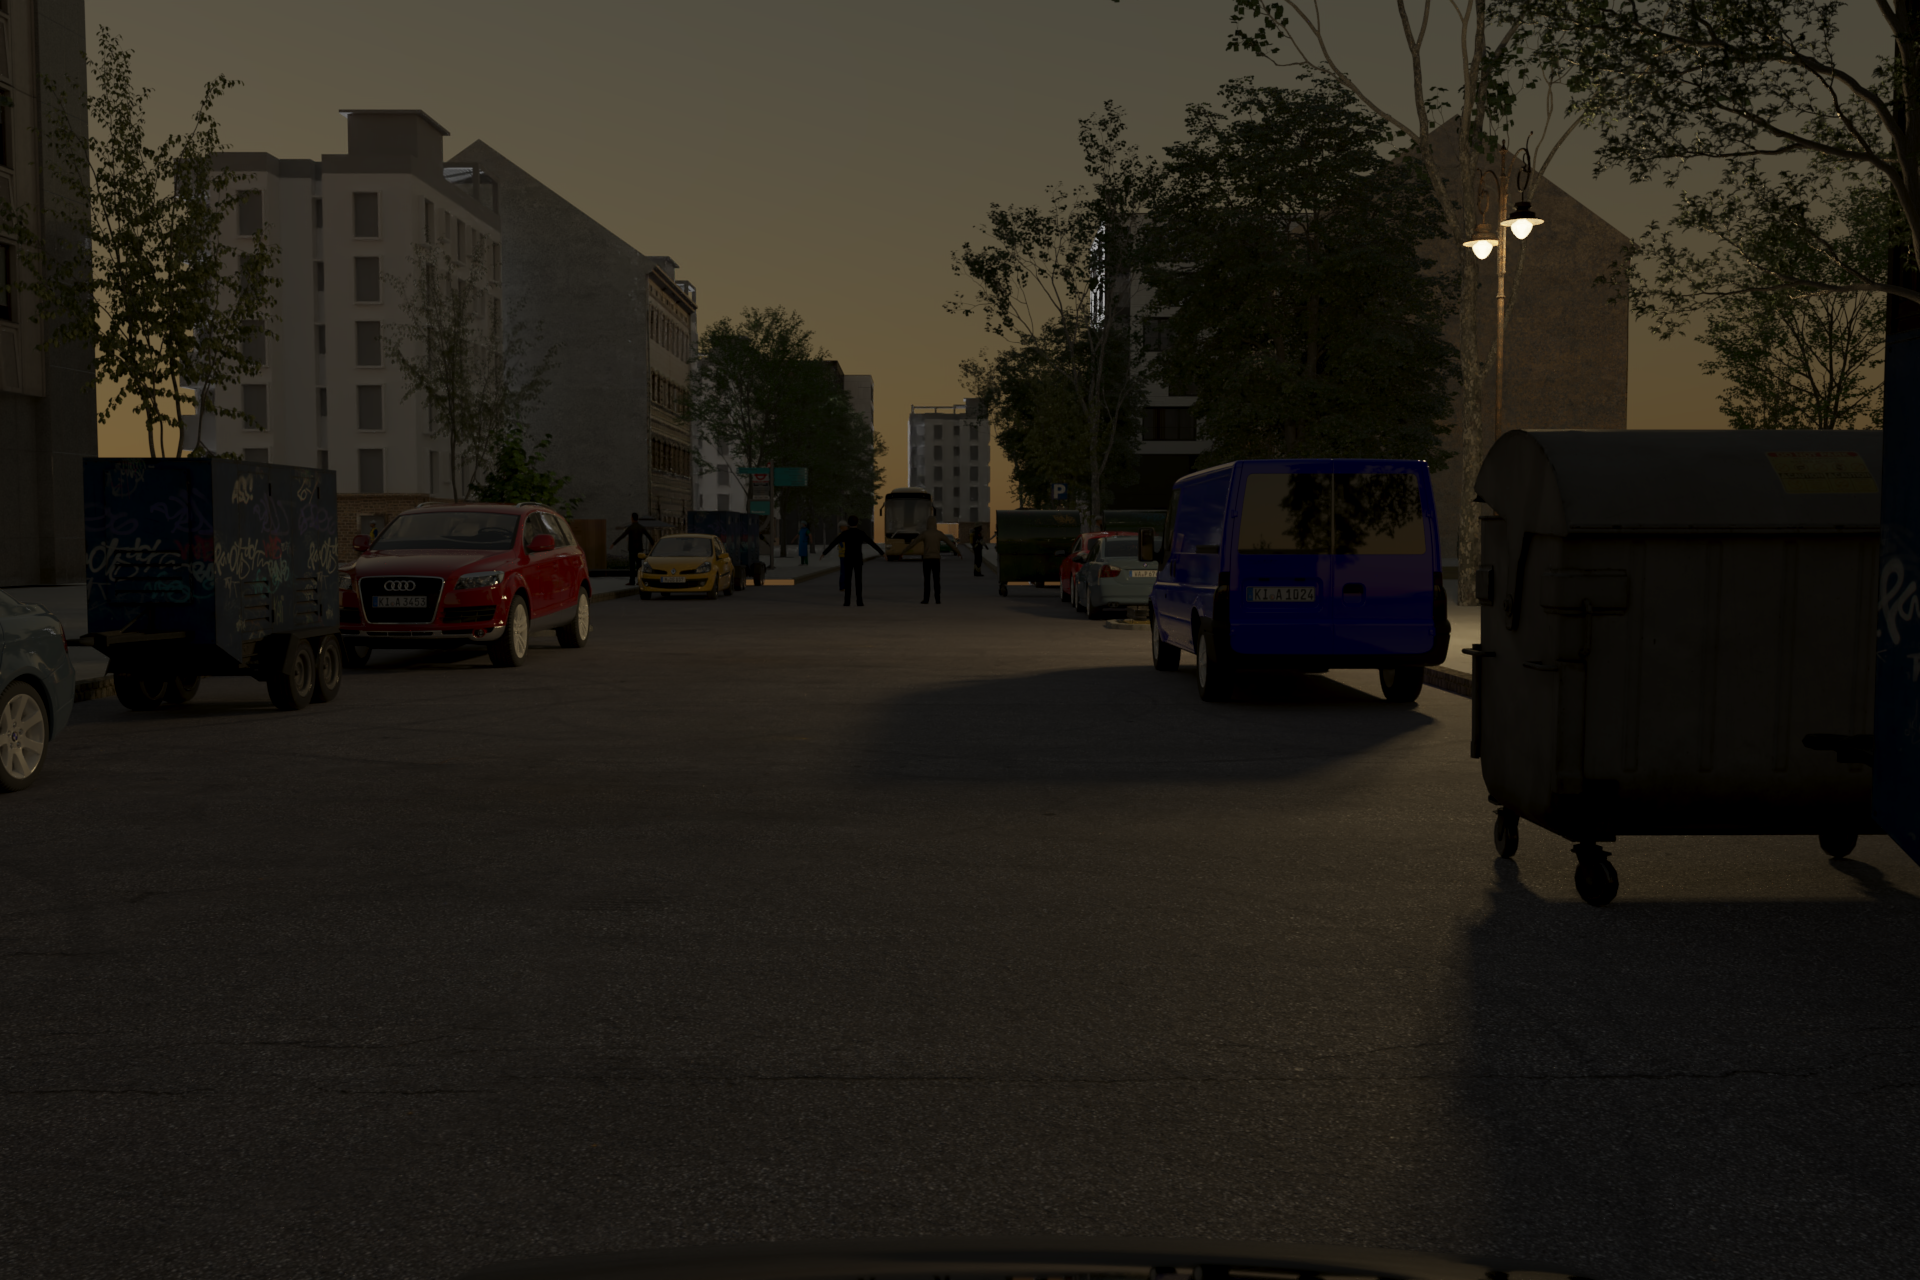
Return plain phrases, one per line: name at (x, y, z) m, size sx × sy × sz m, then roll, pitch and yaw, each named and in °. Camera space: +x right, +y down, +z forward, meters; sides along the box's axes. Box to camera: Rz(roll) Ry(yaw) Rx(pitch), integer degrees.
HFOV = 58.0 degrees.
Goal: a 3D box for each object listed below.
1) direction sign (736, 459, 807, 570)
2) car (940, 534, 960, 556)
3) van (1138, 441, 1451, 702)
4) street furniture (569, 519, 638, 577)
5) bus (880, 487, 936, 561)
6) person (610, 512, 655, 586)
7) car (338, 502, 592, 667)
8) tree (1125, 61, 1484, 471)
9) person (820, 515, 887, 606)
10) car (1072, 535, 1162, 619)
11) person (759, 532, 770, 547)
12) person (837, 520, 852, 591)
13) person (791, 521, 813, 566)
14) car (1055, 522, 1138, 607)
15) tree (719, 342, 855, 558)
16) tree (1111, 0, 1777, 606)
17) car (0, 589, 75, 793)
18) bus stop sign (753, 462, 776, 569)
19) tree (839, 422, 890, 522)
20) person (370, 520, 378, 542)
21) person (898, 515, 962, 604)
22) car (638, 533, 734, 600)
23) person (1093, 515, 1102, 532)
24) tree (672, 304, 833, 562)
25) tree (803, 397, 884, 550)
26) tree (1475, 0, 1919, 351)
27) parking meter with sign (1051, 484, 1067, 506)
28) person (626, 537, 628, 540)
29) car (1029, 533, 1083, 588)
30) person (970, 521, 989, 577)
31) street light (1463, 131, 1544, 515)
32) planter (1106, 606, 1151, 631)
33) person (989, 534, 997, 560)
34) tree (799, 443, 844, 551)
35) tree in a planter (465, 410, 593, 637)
direction sign at (-6.737, -4.516, 62.603) m, size 2.525 × 3.948 × 1.411 m, roll 0°, pitch 4°, yaw -1°
car at (-1.072, -6.371, 115.962) m, size 2.131 × 1.459 × 4.920 m, roll 0°, pitch 3°, yaw 0°
van at (2.985, -0.739, 16.462) m, size 2.240 × 2.365 × 5.245 m, roll 0°, pitch 4°, yaw -1°
street furniture at (-12.583, -2.932, 54.796) m, size 9.812 × 1.723 × 11.010 m, roll -1°, pitch 4°, yaw -17°
bus at (-2.691, -6.296, 94.491) m, size 2.896 × 3.916 × 12.252 m, roll 0°, pitch 4°, yaw 0°
person at (-8.126, -2.274, 43.244) m, size 0.705 × 1.821 × 1.348 m, roll 3°, pitch 5°, yaw 44°
car at (-5.739, -0.712, 20.322) m, size 2.281 × 1.827 × 5.304 m, roll 0°, pitch 3°, yaw 0°
tree at (9.455, -8.617, 47.547) m, size 9.857 × 13.997 × 8.962 m, roll 0°, pitch 3°, yaw 0°
person at (-2.116, -1.575, 34.388) m, size 1.347 × 1.806 × 0.705 m, roll 0°, pitch 4°, yaw -2°
car at (3.002, -1.122, 30.341) m, size 2.014 × 1.417 × 4.499 m, roll 0°, pitch 4°, yaw 0°
person at (-6.329, -2.804, 51.614) m, size 1.354 × 1.858 × 0.705 m, roll -1°, pitch 4°, yaw -14°
person at (-2.833, -2.109, 43.399) m, size 0.721 × 1.772 × 1.216 m, roll 0°, pitch 4°, yaw 4°
person at (-6.302, -3.882, 69.595) m, size 0.704 × 1.817 × 1.347 m, roll -3°, pitch 5°, yaw -42°
car at (3.040, -1.606, 35.301) m, size 2.155 × 1.783 × 4.494 m, roll 0°, pitch 4°, yaw -1°
tree at (-9.558, -10.290, 94.001) m, size 9.928 × 11.665 × 9.643 m, roll 0°, pitch 3°, yaw 0°
tree at (7.918, -10.620, 29.532) m, size 12.611 × 20.169 × 13.585 m, roll 0°, pitch 3°, yaw 0°
car at (-6.080, 0.222, 8.372) m, size 2.014 × 1.417 × 4.499 m, roll 0°, pitch 3°, yaw 0°
bus stop sign at (-7.275, -4.636, 64.501) m, size 0.855 × 3.939 × 0.416 m, roll 0°, pitch 4°, yaw 0°
tree at (-10.104, -13.902, 153.056) m, size 9.928 × 11.665 × 9.643 m, roll 0°, pitch 3°, yaw 0°
person at (-23.731, -3.917, 70.004) m, size 0.705 × 1.833 × 1.349 m, roll -2°, pitch 4°, yaw -31°
person at (-0.587, -1.648, 35.533) m, size 1.348 × 1.813 × 0.705 m, roll -1°, pitch 4°, yaw -13°
car at (-6.140, -1.760, 38.999) m, size 2.015 × 1.641 × 3.980 m, roll 0°, pitch 3°, yaw 0°
person at (4.227, -2.859, 52.606) m, size 0.705 × 1.847 × 1.347 m, roll 0°, pitch 4°, yaw 7°
tree at (-9.456, -9.327, 78.259) m, size 9.928 × 11.665 × 9.643 m, roll 0°, pitch 3°, yaw 0°
tree at (-10.185, -13.604, 140.551) m, size 7.486 × 12.596 × 7.792 m, roll 0°, pitch 3°, yaw 0°
tree at (9.141, -4.959, 15.494) m, size 8.767 × 10.594 × 7.601 m, roll 1°, pitch 4°, yaw 9°
parking meter with sign at (3.420, -3.832, 58.921) m, size 0.543 × 3.016 × 1.738 m, roll 0°, pitch 3°, yaw 0°
person at (-16.643, -4.913, 87.130) m, size 0.721 × 1.733 × 1.217 m, roll 0°, pitch 4°, yaw 0°
car at (2.854, -2.370, 47.553) m, size 1.959 × 1.807 × 4.718 m, roll 0°, pitch 4°, yaw -1°
person at (0.636, -3.075, 58.511) m, size 0.705 × 1.856 × 1.354 m, roll -1°, pitch 4°, yaw -19°
street light at (6.364, -2.915, 20.452) m, size 0.468 × 5.910 × 1.993 m, roll 0°, pitch 4°, yaw -1°
planter at (3.262, -0.334, 26.593) m, size 1.991 × 0.319 × 1.994 m, roll 0°, pitch 4°, yaw 0°
person at (2.009, -4.827, 85.110) m, size 1.347 × 1.806 × 0.705 m, roll -2°, pitch 4°, yaw -35°
tree at (-9.513, -10.603, 123.715) m, size 4.360 × 8.622 × 3.978 m, roll 0°, pitch 3°, yaw 0°
tree in a planter at (-6.418, -1.700, 25.023) m, size 1.991 × 3.239 × 1.994 m, roll 0°, pitch 4°, yaw 0°
